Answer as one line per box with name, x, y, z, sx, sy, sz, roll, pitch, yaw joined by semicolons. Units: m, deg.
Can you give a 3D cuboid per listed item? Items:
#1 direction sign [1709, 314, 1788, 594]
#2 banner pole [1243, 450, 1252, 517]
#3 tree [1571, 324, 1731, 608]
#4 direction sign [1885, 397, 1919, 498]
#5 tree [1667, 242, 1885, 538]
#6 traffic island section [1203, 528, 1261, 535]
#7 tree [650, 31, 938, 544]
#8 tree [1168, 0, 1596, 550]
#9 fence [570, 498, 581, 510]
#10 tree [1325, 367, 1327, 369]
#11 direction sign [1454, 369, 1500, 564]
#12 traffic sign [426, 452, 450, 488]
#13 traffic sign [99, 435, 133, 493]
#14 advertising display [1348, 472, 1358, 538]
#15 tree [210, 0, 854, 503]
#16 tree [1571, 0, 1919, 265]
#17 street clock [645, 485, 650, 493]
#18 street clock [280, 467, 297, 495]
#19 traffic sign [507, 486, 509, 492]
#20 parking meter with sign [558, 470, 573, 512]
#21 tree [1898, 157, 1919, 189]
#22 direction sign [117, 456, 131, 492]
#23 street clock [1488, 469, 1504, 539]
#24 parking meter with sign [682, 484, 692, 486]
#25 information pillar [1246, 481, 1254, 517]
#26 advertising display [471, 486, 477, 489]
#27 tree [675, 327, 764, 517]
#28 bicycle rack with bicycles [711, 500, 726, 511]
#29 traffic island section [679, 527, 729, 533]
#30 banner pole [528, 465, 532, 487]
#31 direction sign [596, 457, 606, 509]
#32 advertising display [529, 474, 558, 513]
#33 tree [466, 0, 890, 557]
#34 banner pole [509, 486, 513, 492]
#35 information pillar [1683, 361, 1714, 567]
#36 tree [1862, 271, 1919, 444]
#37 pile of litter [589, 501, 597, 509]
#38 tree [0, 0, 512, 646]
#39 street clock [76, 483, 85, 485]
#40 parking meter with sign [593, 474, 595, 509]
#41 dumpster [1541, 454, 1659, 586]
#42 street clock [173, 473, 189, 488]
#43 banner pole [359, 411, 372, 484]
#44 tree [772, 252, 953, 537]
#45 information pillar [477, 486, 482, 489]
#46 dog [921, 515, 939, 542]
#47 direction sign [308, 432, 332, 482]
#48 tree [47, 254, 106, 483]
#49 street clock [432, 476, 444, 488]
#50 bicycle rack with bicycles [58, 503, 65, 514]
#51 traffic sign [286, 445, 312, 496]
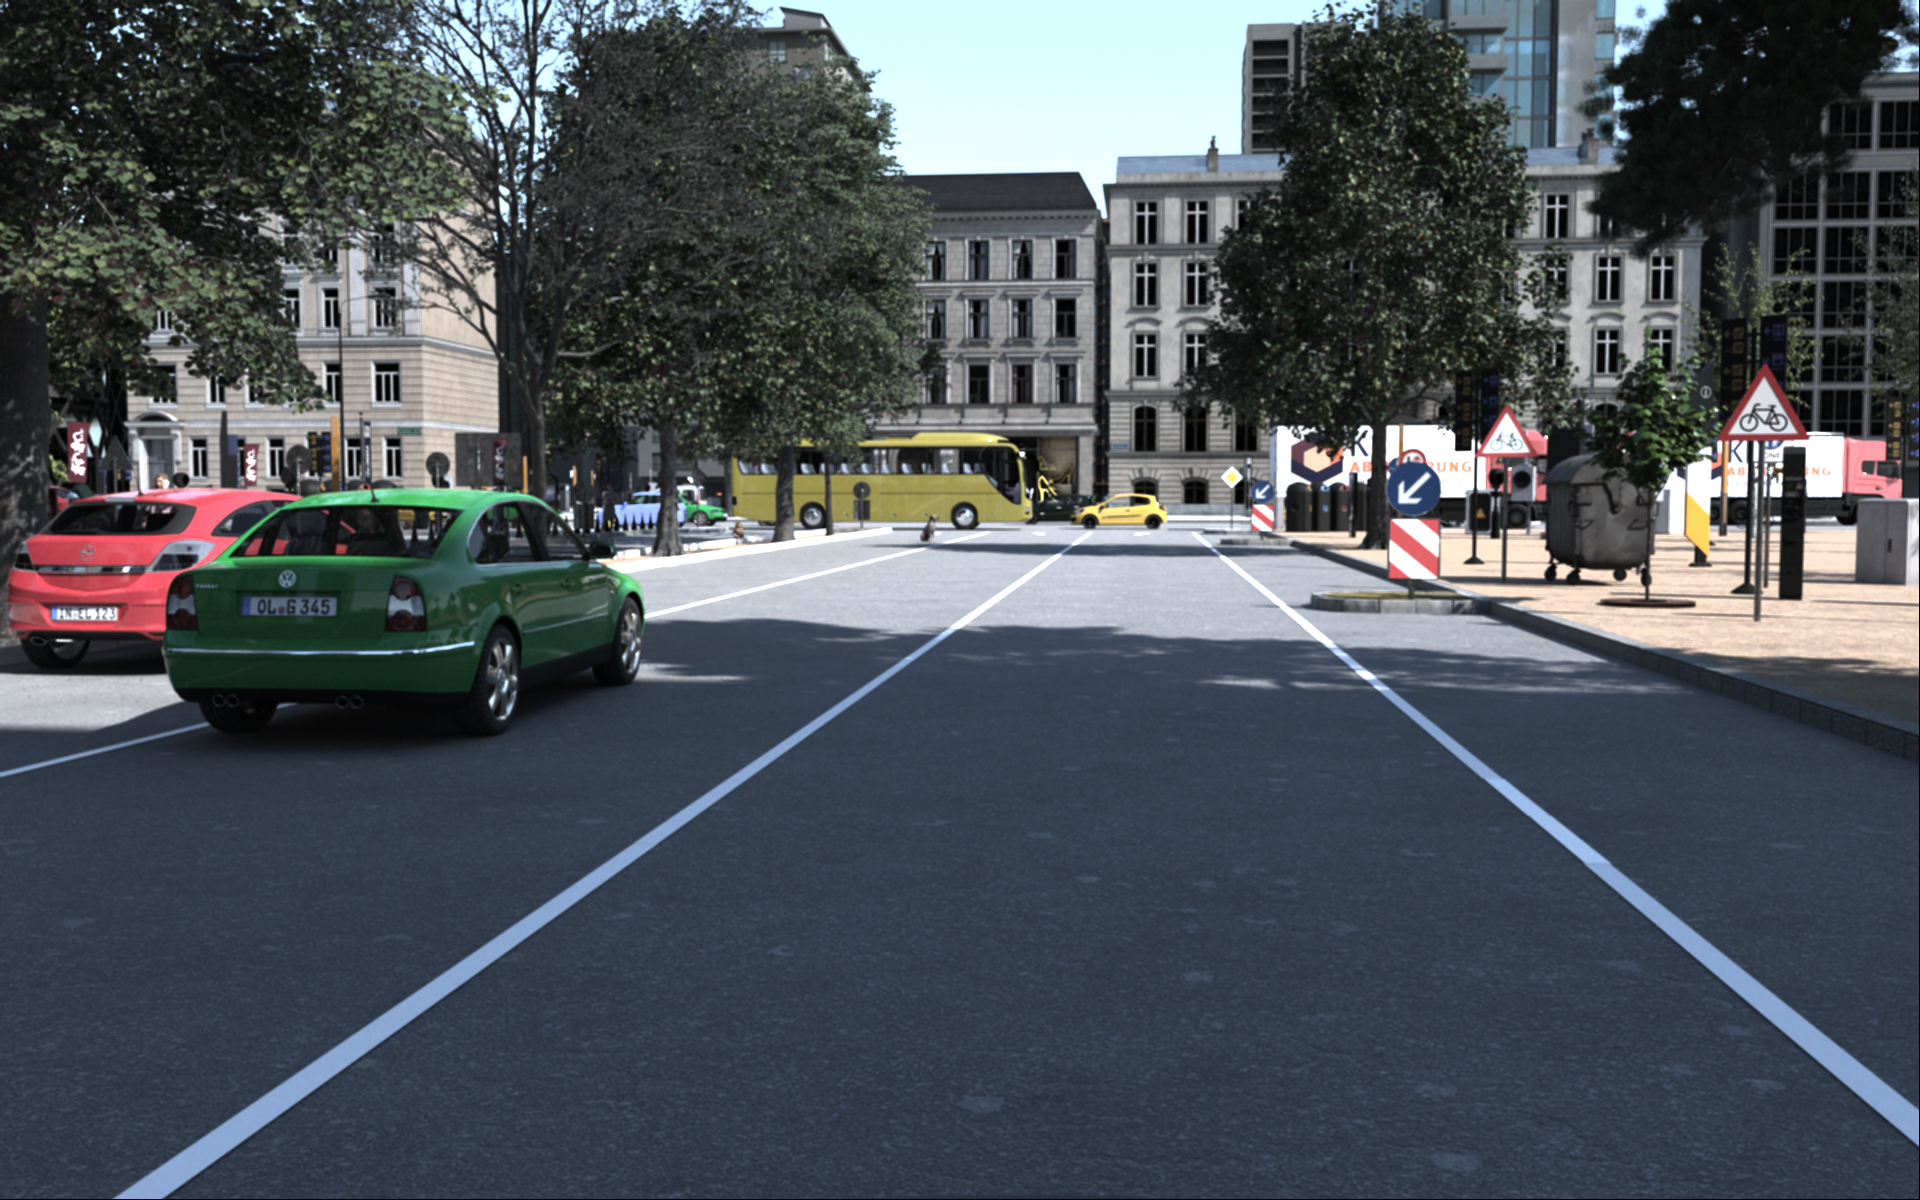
direction sign;10.144;-1.848;22.215;0.379;3.537;0.876;-2;4;-35
banner pole;16.458;-6.680;99.242;0.401;3.779;0.863;3;5;45
tree;7.834;-1.553;19.988;1.663;3.219;1.824;0;3;0
direction sign;22.052;-2.965;40.468;0.876;3.537;0.379;0;4;-2
tree;22.759;-6.080;49.767;4.737;8.622;4.395;0;3;0
traffic island section;9.849;-2.472;62.695;2.009;0.180;2.903;0;4;6
tree;-5.024;-8.558;49.035;9.857;13.997;8.962;0;3;0
tree;9.632;-7.520;39.954;9.611;12.733;9.660;0;3;0
fence;-30.447;-7.562;134.836;0.480;1.192;2.264;3;5;44
tree;18.989;-8.680;92.276;4.737;8.622;4.395;0;3;0
direction sign;9.432;-2.426;31.669;0.379;3.537;0.876;-3;5;-43
traffic sign;-15.818;-3.202;52.459;0.768;2.556;0.104;0;4;7
traffic sign;-18.733;-2.350;38.434;0.884;2.594;0.081;1;4;13
advertising display;11.618;-2.814;51.230;0.123;1.923;0.974;0;4;4
tree;-7.018;-7.071;28.438;12.009;13.543;11.850;0;3;0
tree;6.619;-5.371;9.864;6.751;12.117;7.091;0;3;0
street clock;-23.806;-7.791;131.952;0.358;2.002;0.471;1;4;20
street clock;-17.836;-2.542;46.130;0.471;2.002;0.358;2;4;30
traffic sign;-15.100;-3.537;57.828;0.884;2.594;0.081;1;4;13
parking meter with sign;-29.156;-8.043;127.770;1.738;3.016;0.543;3;4;36
tree;21.133;-5.296;36.951;4.360;8.622;3.978;0;3;0
direction sign;-49.092;-6.704;101.613;0.876;3.537;0.379;-2;4;-30
street clock;15.352;-2.755;49.612;0.471;2.002;0.358;-3;5;-40
parking meter with sign;-19.910;-7.966;126.503;1.738;3.016;0.543;-1;4;-9
information pillar;16.091;-5.610;96.222;0.304;2.012;0.304;-2;4;-28
advertising display;-27.868;-5.806;100.142;0.123;1.923;0.974;2;4;28
tree;-12.752;-10.566;94.810;6.751;12.117;7.091;0;3;0
bicycle rack with bicycles;-12.862;-5.342;100.726;2.925;0.926;2.852;2;4;33
traffic island section;-9.829;-2.601;64.804;2.009;0.180;2.903;0;4;6
banner pole;-37.051;-9.765;149.676;0.863;3.779;0.401;0;4;4
direction sign;-21.146;-6.735;102.111;0.379;3.537;0.876;2;4;28
advertising display;-13.270;-3.059;55.234;0.974;1.923;0.123;1;4;19
tree;-6.659;-7.334;39.376;9.611;12.733;9.660;0;3;0
banner pole;-38.768;-9.755;149.511;0.863;3.779;0.401;3;5;43
information pillar;12.994;-2.392;30.457;0.504;3.616;0.183;-1;4;-15
tree;31.632;-6.438;55.631;4.737;8.622;4.395;0;3;0
pile of litter;-32.235;-8.436;151.888;1.176;0.858;1.719;0;4;6
tree;-8.792;-6.533;15.923;9.857;13.997;8.962;0;3;0
street clock;-50.186;-5.770;98.904;0.358;2.002;0.471;1;4;21
parking meter with sign;-32.111;-9.294;148.210;1.738;3.016;0.543;0;4;1
dumpster;9.154;-1.163;24.782;1.264;1.857;1.865;0;4;6
street clock;-26.268;-3.295;58.446;0.358;2.002;0.471;3;4;36
banner pole;-18.001;-3.819;52.456;0.401;3.779;0.863;0;4;6
tree;-4.293;-7.404;57.923;8.767;10.594;7.601;0;4;6
information pillar;-25.443;-5.352;91.992;0.304;2.012;0.304;1;4;11
dog;-0.942;-2.158;52.121;0.513;0.831;0.800;-1;4;-10
direction sign;-23.284;-4.345;63.044;0.876;3.537;0.379;1;4;9
tree;-19.673;-5.231;35.886;4.737;8.622;4.395;0;3;0
street clock;-17.301;-3.233;57.436;0.358;2.002;0.471;0;4;8
bicycle rack with bicycles;-55.584;-5.903;109.895;2.925;0.926;2.852;0;4;7
traffic sign;-17.134;-2.738;44.872;0.768;2.556;0.104;1;4;15
